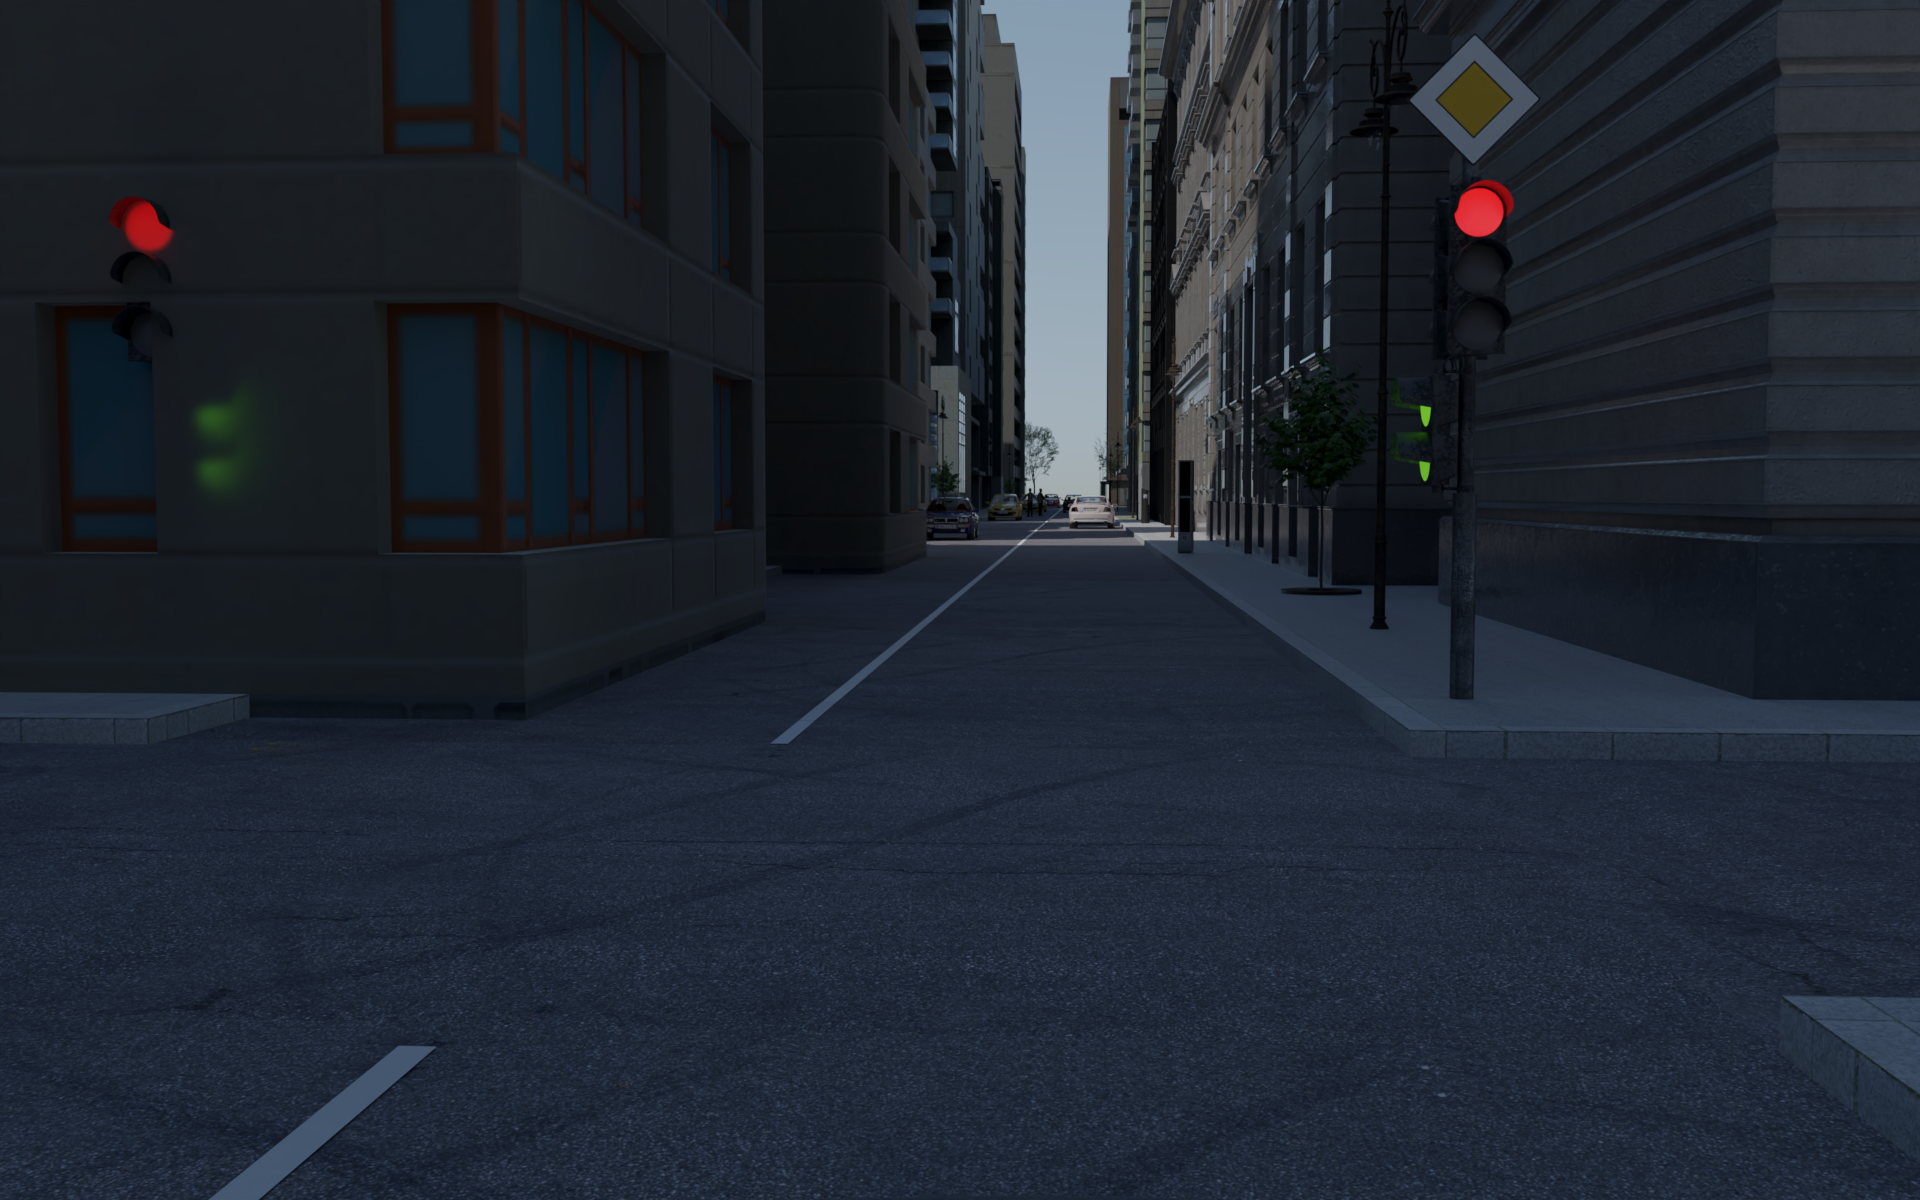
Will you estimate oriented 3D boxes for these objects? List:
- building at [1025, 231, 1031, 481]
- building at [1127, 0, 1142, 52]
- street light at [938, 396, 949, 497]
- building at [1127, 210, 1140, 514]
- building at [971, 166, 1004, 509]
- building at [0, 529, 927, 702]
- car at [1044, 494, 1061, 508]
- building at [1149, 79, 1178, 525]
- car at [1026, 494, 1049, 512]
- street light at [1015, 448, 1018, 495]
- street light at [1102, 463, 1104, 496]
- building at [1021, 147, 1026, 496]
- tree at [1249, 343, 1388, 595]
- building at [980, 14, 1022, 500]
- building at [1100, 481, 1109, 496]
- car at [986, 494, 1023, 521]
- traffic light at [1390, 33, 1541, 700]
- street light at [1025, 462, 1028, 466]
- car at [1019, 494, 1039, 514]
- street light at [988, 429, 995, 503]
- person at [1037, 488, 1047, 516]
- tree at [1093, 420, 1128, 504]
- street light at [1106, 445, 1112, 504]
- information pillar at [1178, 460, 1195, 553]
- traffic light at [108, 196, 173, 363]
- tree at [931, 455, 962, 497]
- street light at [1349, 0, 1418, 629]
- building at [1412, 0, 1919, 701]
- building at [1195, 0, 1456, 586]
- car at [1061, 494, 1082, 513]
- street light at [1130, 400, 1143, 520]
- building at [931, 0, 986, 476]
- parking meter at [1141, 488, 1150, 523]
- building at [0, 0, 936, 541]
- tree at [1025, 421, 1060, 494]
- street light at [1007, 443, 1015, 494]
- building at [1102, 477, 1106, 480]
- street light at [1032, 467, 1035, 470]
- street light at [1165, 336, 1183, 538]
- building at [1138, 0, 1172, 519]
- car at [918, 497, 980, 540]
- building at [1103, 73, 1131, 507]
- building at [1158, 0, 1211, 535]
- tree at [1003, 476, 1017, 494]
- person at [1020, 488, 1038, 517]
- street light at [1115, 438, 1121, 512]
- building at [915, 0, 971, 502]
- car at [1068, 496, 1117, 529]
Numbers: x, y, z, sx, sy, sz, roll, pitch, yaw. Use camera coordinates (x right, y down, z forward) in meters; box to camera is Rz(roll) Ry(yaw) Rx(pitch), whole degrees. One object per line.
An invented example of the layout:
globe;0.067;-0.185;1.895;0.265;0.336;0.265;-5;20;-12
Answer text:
building;-2.951;-36.817;221.573;23.786;49.044;30.456;0;4;4
building;25.276;-32.129;144.919;23.786;49.044;30.456;0;4;4
street light;-0.791;-6.581;80.379;0.468;5.910;1.993;0;4;4
building;25.427;-16.533;115.354;27.650;21.520;28.899;0;4;4
building;-3.469;-23.303;152.711;14.160;30.474;14.107;0;4;4
building;-15.554;-11.047;25.654;27.650;21.520;28.899;0;4;4
car;9.357;-10.320;177.766;2.155;1.783;4.494;0;4;6
building;15.032;-15.154;77.452;12.332;23.373;15.834;0;4;4
car;6.107;-7.877;139.013;2.015;1.641;3.980;0;4;2
street light;5.518;-12.170;171.769;0.468;5.910;1.993;0;4;4
street light;14.938;-12.436;176.111;0.468;5.910;1.993;0;4;4
building;0.283;-31.496;198.546;14.154;41.232;14.086;0;4;4
tree;4.544;-1.697;22.355;1.663;3.219;1.824;0;3;0
building;-4.605;-34.055;180.505;21.300;48.544;21.600;0;4;4
building;35.006;-33.008;231.563;32.217;40.220;23.993;0;4;4
car;2.445;-5.114;93.844;2.015;1.641;3.980;0;4;5
traffic light;3.129;-1.335;10.755;0.839;4.253;0.868;0;4;4
street light;7.852;-14.268;206.073;0.468;5.910;1.993;0;4;4
car;5.174;-7.253;128.804;2.015;1.641;3.980;0;4;3
street light;2.183;-9.194;123.106;0.468;5.910;1.993;0;4;4
person;5.317;-6.427;113.674;0.705;1.812;1.348;-2;4;-25
tree;15.308;-13.505;171.165;4.360;8.622;3.978;0;3;0
street light;14.031;-11.539;161.444;0.468;5.910;1.993;0;4;4
information pillar;4.901;-2.022;37.546;0.304;2.012;0.304;1;4;17
traffic light;-5.114;-1.369;11.307;0.839;4.253;0.868;0;4;4
tree;-0.693;-5.576;85.773;1.663;3.219;1.824;0;3;0
street light;3.991;-2.662;16.310;0.468;5.910;1.993;0;4;4
building;14.499;-11.336;14.223;19.941;23.489;11.050;0;4;4
building;11.674;-14.550;35.159;12.463;27.353;25.104;0;4;4
car;8.806;-7.588;133.851;2.009;1.686;4.222;0;4;4
street light;8.737;-6.870;85.113;0.468;5.910;1.993;0;4;4
building;-12.093;-33.175;131.649;28.713;52.752;27.495;0;4;4
parking meter;8.122;-4.123;75.826;0.372;1.533;0.369;0;3;0
building;-15.879;-13.462;65.150;27.650;21.520;28.899;0;4;4
tree;10.447;-19.586;245.986;9.928;11.665;9.643;0;3;0
street light;4.493;-11.305;157.626;0.468;5.910;1.993;0;4;4
building;28.868;-35.772;204.478;23.786;49.044;30.456;0;4;4
street light;10.258;-16.371;240.445;0.468;5.910;1.993;0;4;4
street light;6.259;-4.774;50.841;0.468;5.910;1.993;0;4;4
building;16.749;-25.070;93.490;14.154;41.232;14.086;0;4;4
car;-0.327;-2.615;55.336;1.945;1.354;3.894;0;4;3
building;22.548;-32.574;182.687;14.600;45.320;14.200;0;4;4
building;12.982;-13.617;58.802;11.583;22.565;21.152;0;4;4
tree;4.611;-10.230;161.859;1.663;3.219;1.824;0;3;0
person;4.383;-6.137;108.856;1.348;1.823;0.705;2;4;34
street light;11.572;-9.432;127.008;0.468;5.910;1.993;0;4;4
building;-10.165;-48.213;100.950;22.319;86.520;31.000;0;4;4
car;5.559;-3.694;72.764;2.083;1.381;4.827;0;4;6
